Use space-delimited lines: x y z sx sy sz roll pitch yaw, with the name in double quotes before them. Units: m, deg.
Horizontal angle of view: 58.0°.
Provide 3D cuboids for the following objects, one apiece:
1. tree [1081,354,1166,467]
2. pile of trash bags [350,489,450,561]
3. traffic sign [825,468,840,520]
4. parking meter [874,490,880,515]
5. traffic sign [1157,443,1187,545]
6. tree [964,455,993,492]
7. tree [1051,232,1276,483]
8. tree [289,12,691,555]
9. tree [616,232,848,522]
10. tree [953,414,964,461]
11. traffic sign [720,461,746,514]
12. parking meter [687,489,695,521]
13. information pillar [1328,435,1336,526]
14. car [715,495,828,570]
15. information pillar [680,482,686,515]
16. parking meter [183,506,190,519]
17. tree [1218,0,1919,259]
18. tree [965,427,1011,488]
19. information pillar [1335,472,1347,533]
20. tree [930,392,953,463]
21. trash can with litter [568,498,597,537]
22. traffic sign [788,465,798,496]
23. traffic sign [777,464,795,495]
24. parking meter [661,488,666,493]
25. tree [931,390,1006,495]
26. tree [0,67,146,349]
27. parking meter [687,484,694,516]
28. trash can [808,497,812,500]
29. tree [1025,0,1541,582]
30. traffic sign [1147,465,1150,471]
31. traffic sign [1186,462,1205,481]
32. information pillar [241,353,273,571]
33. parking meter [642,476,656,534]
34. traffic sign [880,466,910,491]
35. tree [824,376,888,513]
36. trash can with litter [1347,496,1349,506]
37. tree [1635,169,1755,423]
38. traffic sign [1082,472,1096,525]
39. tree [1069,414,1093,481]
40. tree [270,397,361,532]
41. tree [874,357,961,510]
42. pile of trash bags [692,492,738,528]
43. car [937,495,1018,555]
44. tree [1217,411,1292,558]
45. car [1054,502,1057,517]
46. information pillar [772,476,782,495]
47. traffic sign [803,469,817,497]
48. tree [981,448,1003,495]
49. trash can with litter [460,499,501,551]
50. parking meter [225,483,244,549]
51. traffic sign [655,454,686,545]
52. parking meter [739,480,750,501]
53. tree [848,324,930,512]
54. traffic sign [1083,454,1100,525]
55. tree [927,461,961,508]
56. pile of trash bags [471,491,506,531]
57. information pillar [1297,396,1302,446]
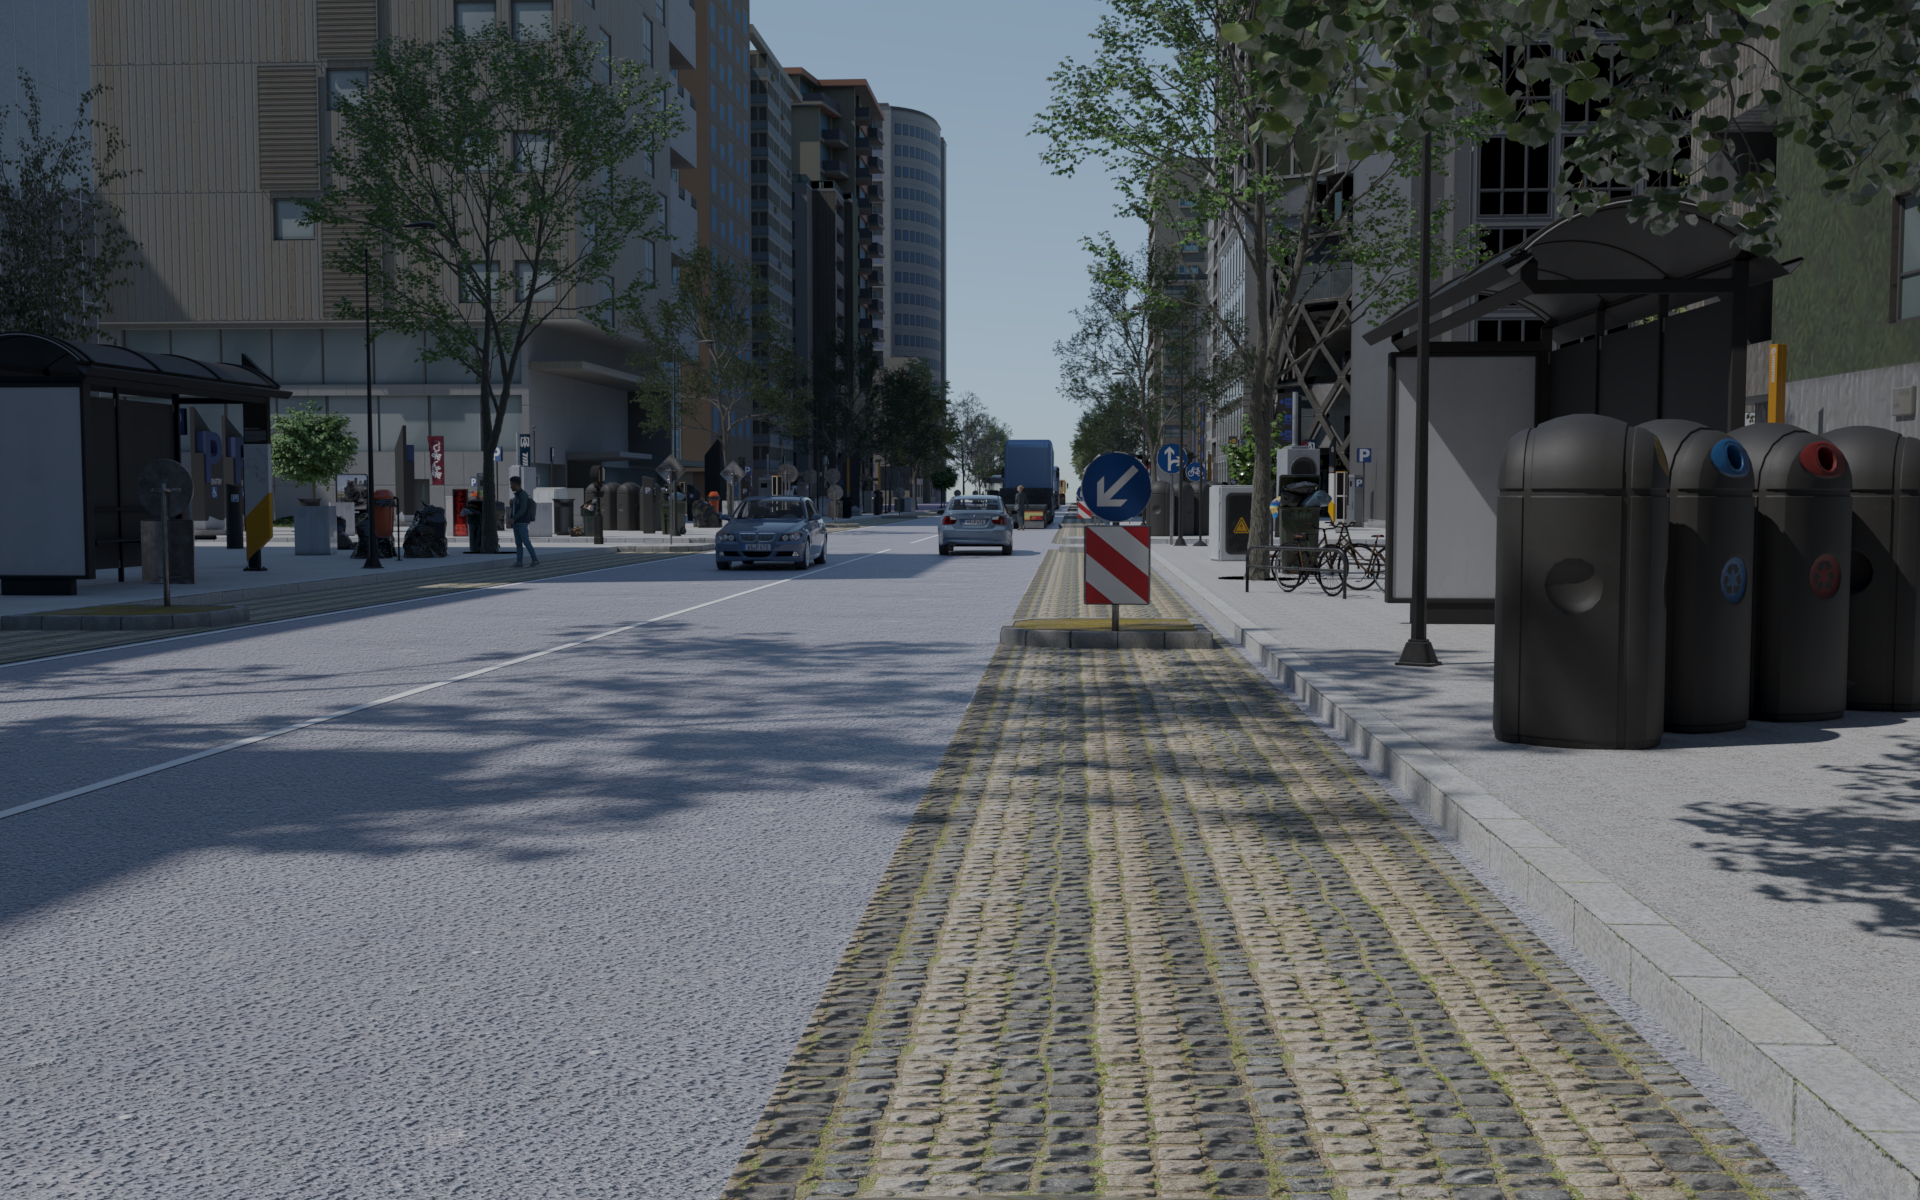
"tree" 8.746 -8.554 90.228 4.360 8.622 3.978 0 3 0
"pile of trash bags" -11.282 -1.524 34.671 1.912 1.369 3.447 -1 4 -10
"traffic sign" -6.292 -5.228 85.583 0.768 2.556 0.104 0 4 8
"parking meter" -5.046 -5.898 104.835 0.372 1.533 0.369 0 3 0
"traffic sign" 5.330 -2.659 43.583 0.768 2.556 0.104 1 4 9
"tree" 2.439 -17.448 235.641 4.360 8.622 3.978 0 3 0
"tree" 7.014 -7.744 61.027 8.767 10.594 7.601 1 4 17
"tree" -9.958 -6.802 36.973 9.928 11.665 9.643 0 3 0
"tree" -8.562 -7.820 62.268 7.601 10.594 8.767 0 4 5
"tree" -3.304 -12.186 133.658 8.767 10.594 7.601 2 4 29
"traffic sign" -6.780 -2.944 51.780 0.795 2.450 0.064 0 4 4
"parking meter" -12.758 -4.519 82.298 0.372 1.533 0.369 0 3 0
"information pillar" 14.928 -4.776 69.440 0.183 3.616 0.504 -1 4 -13
"car" -3.675 -1.365 34.325 2.014 1.417 4.499 0 4 3
"information pillar" -17.197 -6.301 107.515 0.304 2.012 0.304 0 4 8
"parking meter" -25.903 -3.019 57.774 0.372 1.533 0.369 0 3 0
"tree" 3.664 -5.967 4.224 9.857 13.997 8.962 0 3 0
"tree" 5.490 -22.471 284.409 9.611 12.733 9.660 0 3 0
"information pillar" 12.507 -3.199 56.802 0.304 2.012 0.304 2 4 28
"tree" -4.595 -11.377 120.422 7.601 10.594 8.767 0 4 -2
"trash can with litter" -11.304 -2.481 51.952 1.055 1.170 0.624 2 4 25
"traffic sign" -7.456 -4.622 75.678 0.768 2.556 0.104 1 4 13
"traffic sign" -7.288 -4.425 72.451 0.768 2.556 0.104 1 4 9
"parking meter" -11.599 -3.598 67.234 0.372 1.533 0.369 0 3 0
"tree" 0.567 -17.858 202.348 12.009 13.543 11.850 0 3 0
"tree" -15.678 -4.823 29.223 4.360 8.622 3.978 0 3 0
"parking meter" -15.907 -5.910 102.342 0.399 1.863 0.255 2 4 26
"trash can" -7.833 -4.644 87.578 0.748 1.137 0.748 0 3 0
"tree" 4.516 -6.091 25.351 9.928 11.665 9.643 0 3 0
"traffic sign" 8.537 -4.777 78.113 0.884 2.594 0.081 1 4 11
"traffic sign" 9.341 -4.197 68.732 0.768 2.556 0.104 1 4 13
"information pillar" -11.675 -2.288 28.760 0.504 3.616 0.183 1 4 16
"parking meter" -10.035 -3.075 55.990 0.399 1.863 0.255 1 4 8
"traffic sign" -4.765 -8.087 126.102 2.265 3.308 0.079 1 4 9
"tree" -6.292 -9.591 107.179 4.360 8.622 3.978 0 3 0
"trash can with litter" 20.019 -4.772 89.403 0.624 1.170 1.055 2 4 28
"tree" 16.414 -5.317 37.289 4.737 8.622 4.395 0 3 0
"traffic sign" 3.989 -2.899 51.044 0.795 2.450 0.064 0 4 4
"tree" 18.380 -19.648 239.364 7.486 12.596 7.792 0 3 0
"tree" -21.970 -4.586 58.701 4.285 4.588 4.351 0 3 0
"tree" -3.700 -13.754 143.001 7.486 12.596 7.792 0 3 0
"pile of trash bags" -9.413 -3.502 67.010 1.912 1.369 3.447 -1 4 -14
"car" 0.410 -1.837 42.033 2.014 1.417 4.499 0 4 2
"tree" 5.953 -2.485 35.233 1.663 3.219 1.824 0 3 0
"car" 5.079 -5.861 108.401 1.945 1.354 3.894 0 4 3
"information pillar" -7.380 -4.005 69.971 0.304 2.012 0.304 3 5 41
"traffic sign" -7.624 -5.398 88.366 0.768 2.556 0.104 0 4 6
"tree" 3.881 -18.283 249.295 4.737 8.622 4.395 0 3 0
"trash can with litter" -10.746 -1.682 38.885 0.624 1.170 1.055 0 4 6
"parking meter" -16.981 -1.965 40.532 0.372 1.533 0.369 0 3 0
"traffic sign" -7.312 -2.457 43.813 0.795 2.450 0.064 0 4 4
"parking meter" -8.810 -3.976 70.723 0.399 1.863 0.255 -2 4 -26
"tree" -6.609 -9.694 92.910 8.767 10.594 7.601 -1 4 -9
"traffic sign" 3.457 -2.412 43.076 0.795 2.450 0.064 0 4 4
"tree" -1.571 -11.047 164.328 4.285 4.588 4.351 0 3 0
"pile of trash bags" -16.677 -3.063 59.829 1.912 1.369 3.447 -1 4 -17
"information pillar" 7.997 -3.065 41.470 0.183 3.616 0.504 -2 4 -24
